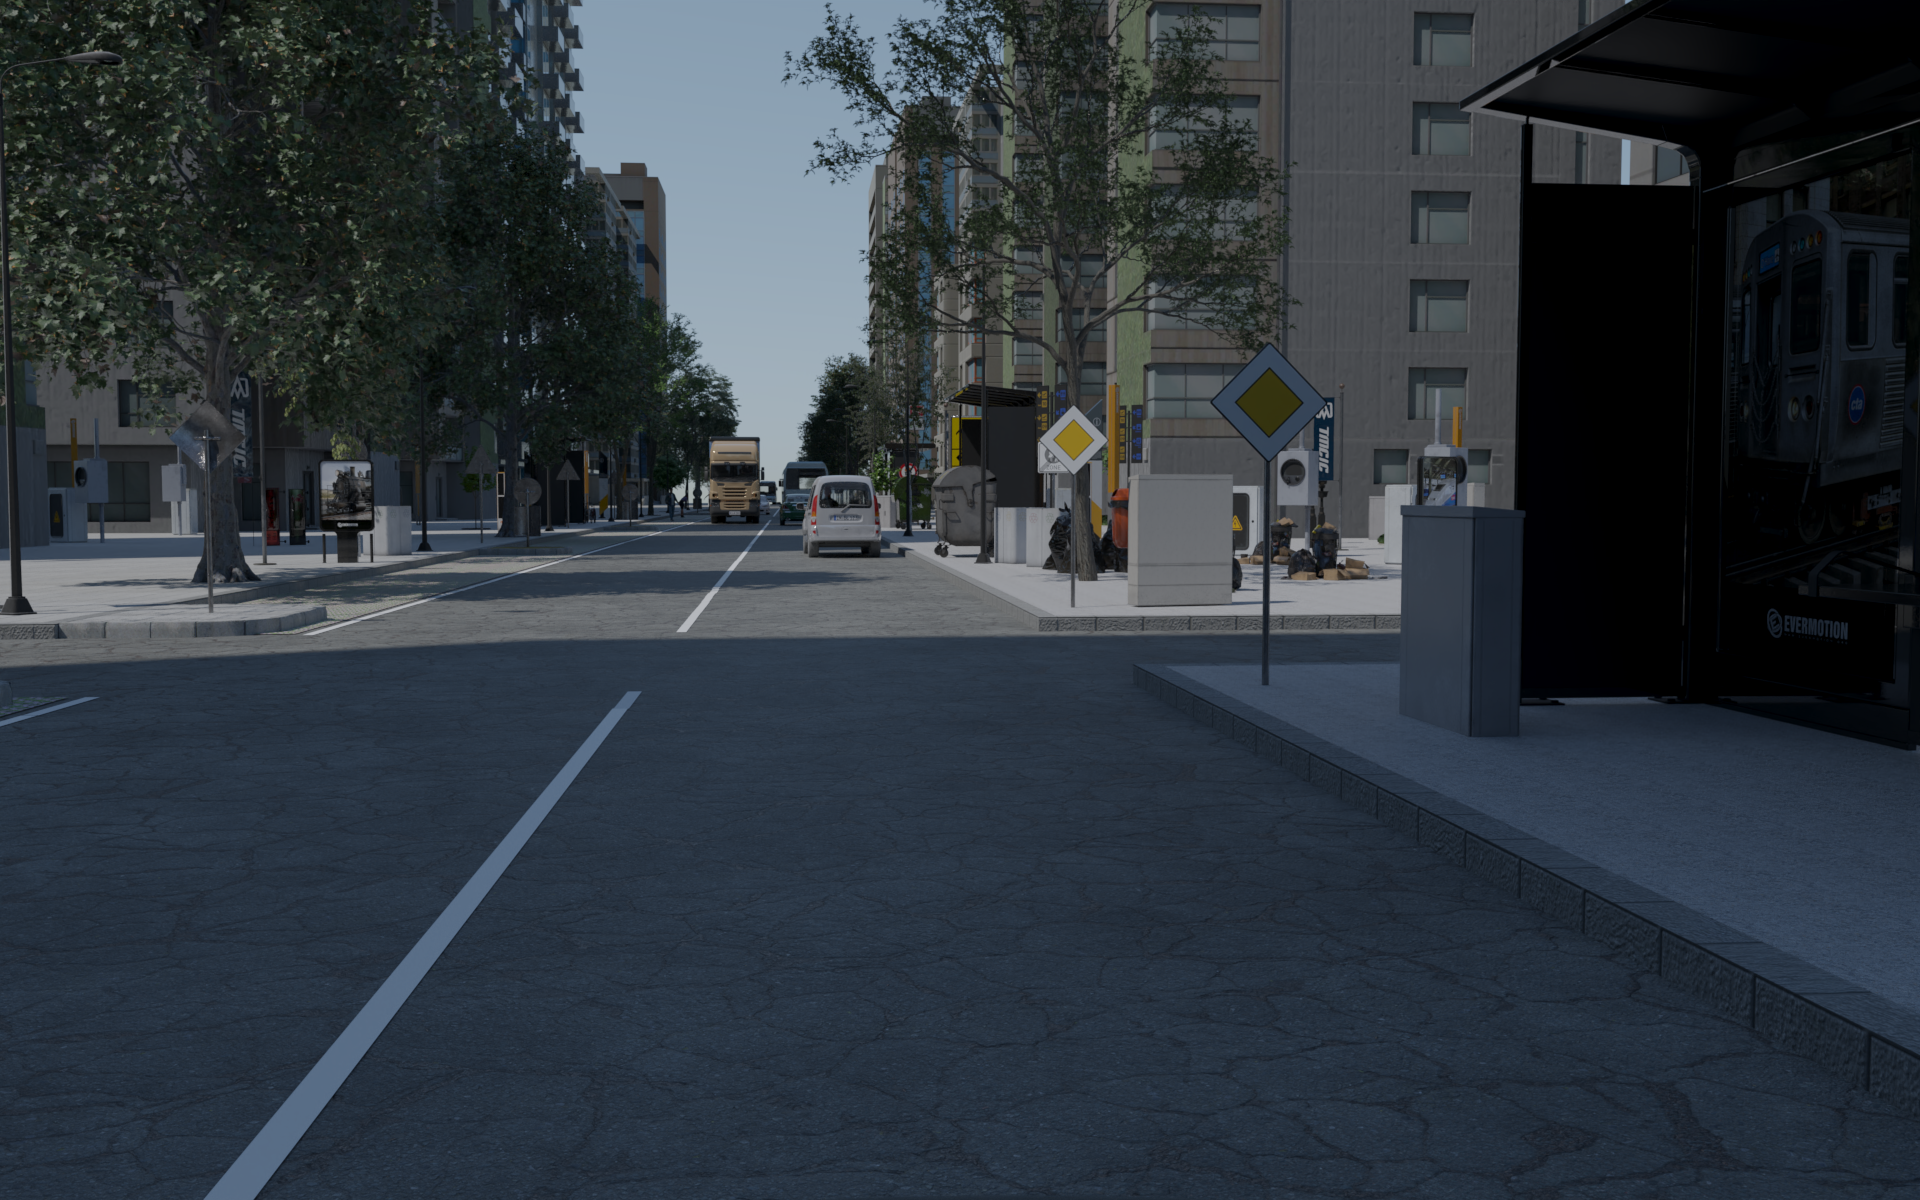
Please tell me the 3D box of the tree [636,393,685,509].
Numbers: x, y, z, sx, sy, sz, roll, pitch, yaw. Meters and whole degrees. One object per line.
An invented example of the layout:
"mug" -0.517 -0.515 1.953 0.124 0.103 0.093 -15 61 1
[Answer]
"tree" -23.773 -13.184 149.970 8.767 10.594 7.601 -1 4 -19

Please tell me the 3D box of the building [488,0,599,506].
"building" -41.674 -31.596 136.200 23.786 49.044 30.456 0 4 -6

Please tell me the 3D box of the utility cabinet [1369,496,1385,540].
"utility cabinet" 11.933 -2.273 48.324 1.020 1.237 0.306 1 4 14

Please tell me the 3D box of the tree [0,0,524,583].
"tree" -10.809 -6.601 24.939 9.611 12.733 9.660 0 3 0

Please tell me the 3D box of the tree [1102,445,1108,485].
"tree" 7.854 -5.810 78.713 4.285 4.588 4.351 0 3 0

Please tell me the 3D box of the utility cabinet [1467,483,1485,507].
"utility cabinet" 10.181 -1.580 34.515 0.318 1.500 1.173 2 4 26

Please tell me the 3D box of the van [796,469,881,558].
"van" -2.795 -2.046 40.471 2.013 2.044 4.112 0 4 -7

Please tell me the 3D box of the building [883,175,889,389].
"building" -3.050 -33.111 224.956 14.154 41.232 14.086 0 4 -6

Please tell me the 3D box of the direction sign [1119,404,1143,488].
"direction sign" 4.295 -3.187 44.113 0.876 3.537 0.379 3 5 45

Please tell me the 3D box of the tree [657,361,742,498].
"tree" -25.415 -15.961 167.612 9.857 13.997 8.962 0 3 0

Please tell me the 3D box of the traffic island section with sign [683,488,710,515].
"traffic island section with sign" -17.731 -6.654 117.423 1.989 1.847 2.006 0 4 -6

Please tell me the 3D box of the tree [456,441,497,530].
"tree" -17.589 -4.155 62.532 1.663 3.219 1.824 0 3 0

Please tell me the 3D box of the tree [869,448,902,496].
"tree" -3.173 -4.546 68.928 1.663 3.219 1.824 0 3 0

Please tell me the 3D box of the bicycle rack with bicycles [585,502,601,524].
"bicycle rack with bicycles" -17.035 -3.860 76.499 2.852 0.926 2.925 0 4 3

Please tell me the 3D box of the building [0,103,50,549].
"building" -28.960 -21.451 34.326 14.154 41.232 14.086 0 4 -6

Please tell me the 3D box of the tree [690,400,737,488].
"tree" -29.717 -17.690 207.351 7.486 12.596 7.792 0 3 0

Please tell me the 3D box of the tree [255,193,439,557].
"tree" -12.513 -5.174 34.956 4.737 8.622 4.395 0 3 0

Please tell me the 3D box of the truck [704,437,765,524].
"truck" -11.270 -5.992 86.876 2.839 4.237 11.283 0 4 -7

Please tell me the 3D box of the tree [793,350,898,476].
"tree" -8.793 -13.535 138.308 9.611 12.733 9.660 0 3 0

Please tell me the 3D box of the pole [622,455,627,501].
"pole" -17.667 -5.954 91.195 0.158 3.312 0.155 0 3 0

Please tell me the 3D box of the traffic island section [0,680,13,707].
"traffic island section" -7.327 0.706 10.739 2.009 0.180 2.903 0 4 -6

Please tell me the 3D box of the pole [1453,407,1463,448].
"pole" 11.642 -2.860 40.599 0.158 3.312 0.155 0 3 0

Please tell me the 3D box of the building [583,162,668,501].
"building" -47.617 -35.921 237.420 14.600 45.320 14.200 0 4 -6

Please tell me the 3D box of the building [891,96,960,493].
"building" 0.190 -33.405 196.282 14.600 45.320 14.200 0 4 -6

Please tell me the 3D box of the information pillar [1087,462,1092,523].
"information pillar" 2.852 -2.158 39.771 0.304 2.012 0.304 0 4 -5

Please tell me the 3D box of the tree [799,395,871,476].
"tree" -11.447 -15.090 164.848 7.486 12.596 7.792 0 3 0

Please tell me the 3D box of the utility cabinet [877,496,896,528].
"utility cabinet" -2.858 -3.358 66.069 0.306 1.237 1.020 -3 4 -37

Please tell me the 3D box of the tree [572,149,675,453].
"tree" -13.280 -8.218 51.379 9.611 12.733 9.660 0 3 0

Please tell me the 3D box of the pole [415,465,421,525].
"pole" -22.194 -4.712 70.883 0.158 3.312 0.155 0 3 0

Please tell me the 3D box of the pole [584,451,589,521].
"pole" -17.596 -5.370 81.644 0.158 3.312 0.155 0 3 0

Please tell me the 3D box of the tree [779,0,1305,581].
"tree" 1.581 -5.566 25.424 7.601 10.594 8.767 1 4 23

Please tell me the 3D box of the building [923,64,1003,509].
"building" 12.731 -28.151 152.155 32.217 40.220 23.993 0 4 -6

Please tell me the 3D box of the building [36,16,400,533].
"building" -28.908 -17.724 61.494 14.160 30.474 14.107 0 4 -6

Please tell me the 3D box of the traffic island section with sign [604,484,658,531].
"traffic island section with sign" -12.925 -3.638 68.108 1.989 1.847 2.006 0 4 -6

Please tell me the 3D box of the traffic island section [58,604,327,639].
"traffic island section" -8.101 0.220 18.687 2.009 0.180 2.903 0 4 -6

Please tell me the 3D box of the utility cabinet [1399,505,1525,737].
"utility cabinet" 2.772 0.095 9.617 0.306 1.237 1.020 0 4 -7

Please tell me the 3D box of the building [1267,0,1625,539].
"building" 11.747 -22.763 55.778 14.154 41.232 14.086 0 4 -6

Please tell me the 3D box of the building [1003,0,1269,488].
"building" 9.344 -25.670 103.303 14.154 41.232 14.086 0 4 -6

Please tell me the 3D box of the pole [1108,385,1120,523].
"pole" 2.879 -2.360 32.432 0.158 3.312 0.155 0 3 0

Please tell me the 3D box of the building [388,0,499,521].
"building" -30.774 -24.437 83.144 14.154 41.232 14.086 0 4 -6

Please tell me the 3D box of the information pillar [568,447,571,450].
"information pillar" -18.681 -5.559 82.252 0.504 3.616 0.183 -1 4 -17

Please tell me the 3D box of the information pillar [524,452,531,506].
"information pillar" -23.205 -6.223 93.095 0.504 3.616 0.183 1 4 21

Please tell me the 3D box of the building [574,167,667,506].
"building" -53.547 -32.169 217.849 32.217 40.220 23.993 0 4 -6

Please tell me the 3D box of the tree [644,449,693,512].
"tree" -21.307 -8.720 126.278 4.285 4.588 4.351 0 3 0

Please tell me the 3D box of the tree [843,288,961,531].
"tree" -1.777 -6.623 58.641 4.360 8.622 3.978 0 3 0

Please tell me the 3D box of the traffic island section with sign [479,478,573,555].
"traffic island section with sign" -10.311 -1.997 41.279 1.989 1.847 2.006 0 4 -6

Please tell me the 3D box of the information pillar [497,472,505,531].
"information pillar" -15.410 -3.300 58.441 0.304 2.012 0.304 1 4 14

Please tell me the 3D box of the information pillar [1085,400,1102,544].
"information pillar" 3.303 -3.155 42.944 0.504 3.616 0.183 -1 4 -19

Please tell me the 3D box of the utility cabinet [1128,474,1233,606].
"utility cabinet" 2.521 -0.683 19.850 1.173 1.500 0.318 -1 4 -17

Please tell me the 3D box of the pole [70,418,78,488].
"pole" -23.841 -3.231 46.666 0.158 3.312 0.155 0 3 0

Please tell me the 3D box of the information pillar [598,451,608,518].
"information pillar" -18.853 -6.124 91.482 0.504 3.616 0.183 -2 4 -35

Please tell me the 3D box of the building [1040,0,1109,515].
"building" 10.974 -19.391 88.744 14.160 30.474 14.107 0 4 -6

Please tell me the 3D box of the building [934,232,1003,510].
"building" 13.089 -17.188 126.064 27.650 21.520 28.899 0 4 -6

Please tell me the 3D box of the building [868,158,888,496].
"building" -1.652 -37.874 242.935 21.300 48.544 21.600 0 4 -6

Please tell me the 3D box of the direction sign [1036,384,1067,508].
"direction sign" 1.906 -2.695 36.055 0.379 3.537 0.876 -3 5 -42

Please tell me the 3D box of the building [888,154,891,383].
"building" -1.385 -34.267 210.369 14.600 45.320 14.200 0 4 -6

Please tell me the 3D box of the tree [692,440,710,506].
"tree" -26.762 -14.271 183.698 4.360 8.622 3.978 0 3 0

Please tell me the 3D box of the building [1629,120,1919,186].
"building" 30.215 -36.725 38.711 20.611 71.187 20.563 0 4 -6

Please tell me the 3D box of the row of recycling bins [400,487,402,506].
"row of recycling bins" -24.797 -4.174 75.355 1.069 1.692 3.534 -1 4 -15

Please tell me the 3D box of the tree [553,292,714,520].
"tree" -16.968 -9.839 86.617 9.928 11.665 9.643 0 3 0
